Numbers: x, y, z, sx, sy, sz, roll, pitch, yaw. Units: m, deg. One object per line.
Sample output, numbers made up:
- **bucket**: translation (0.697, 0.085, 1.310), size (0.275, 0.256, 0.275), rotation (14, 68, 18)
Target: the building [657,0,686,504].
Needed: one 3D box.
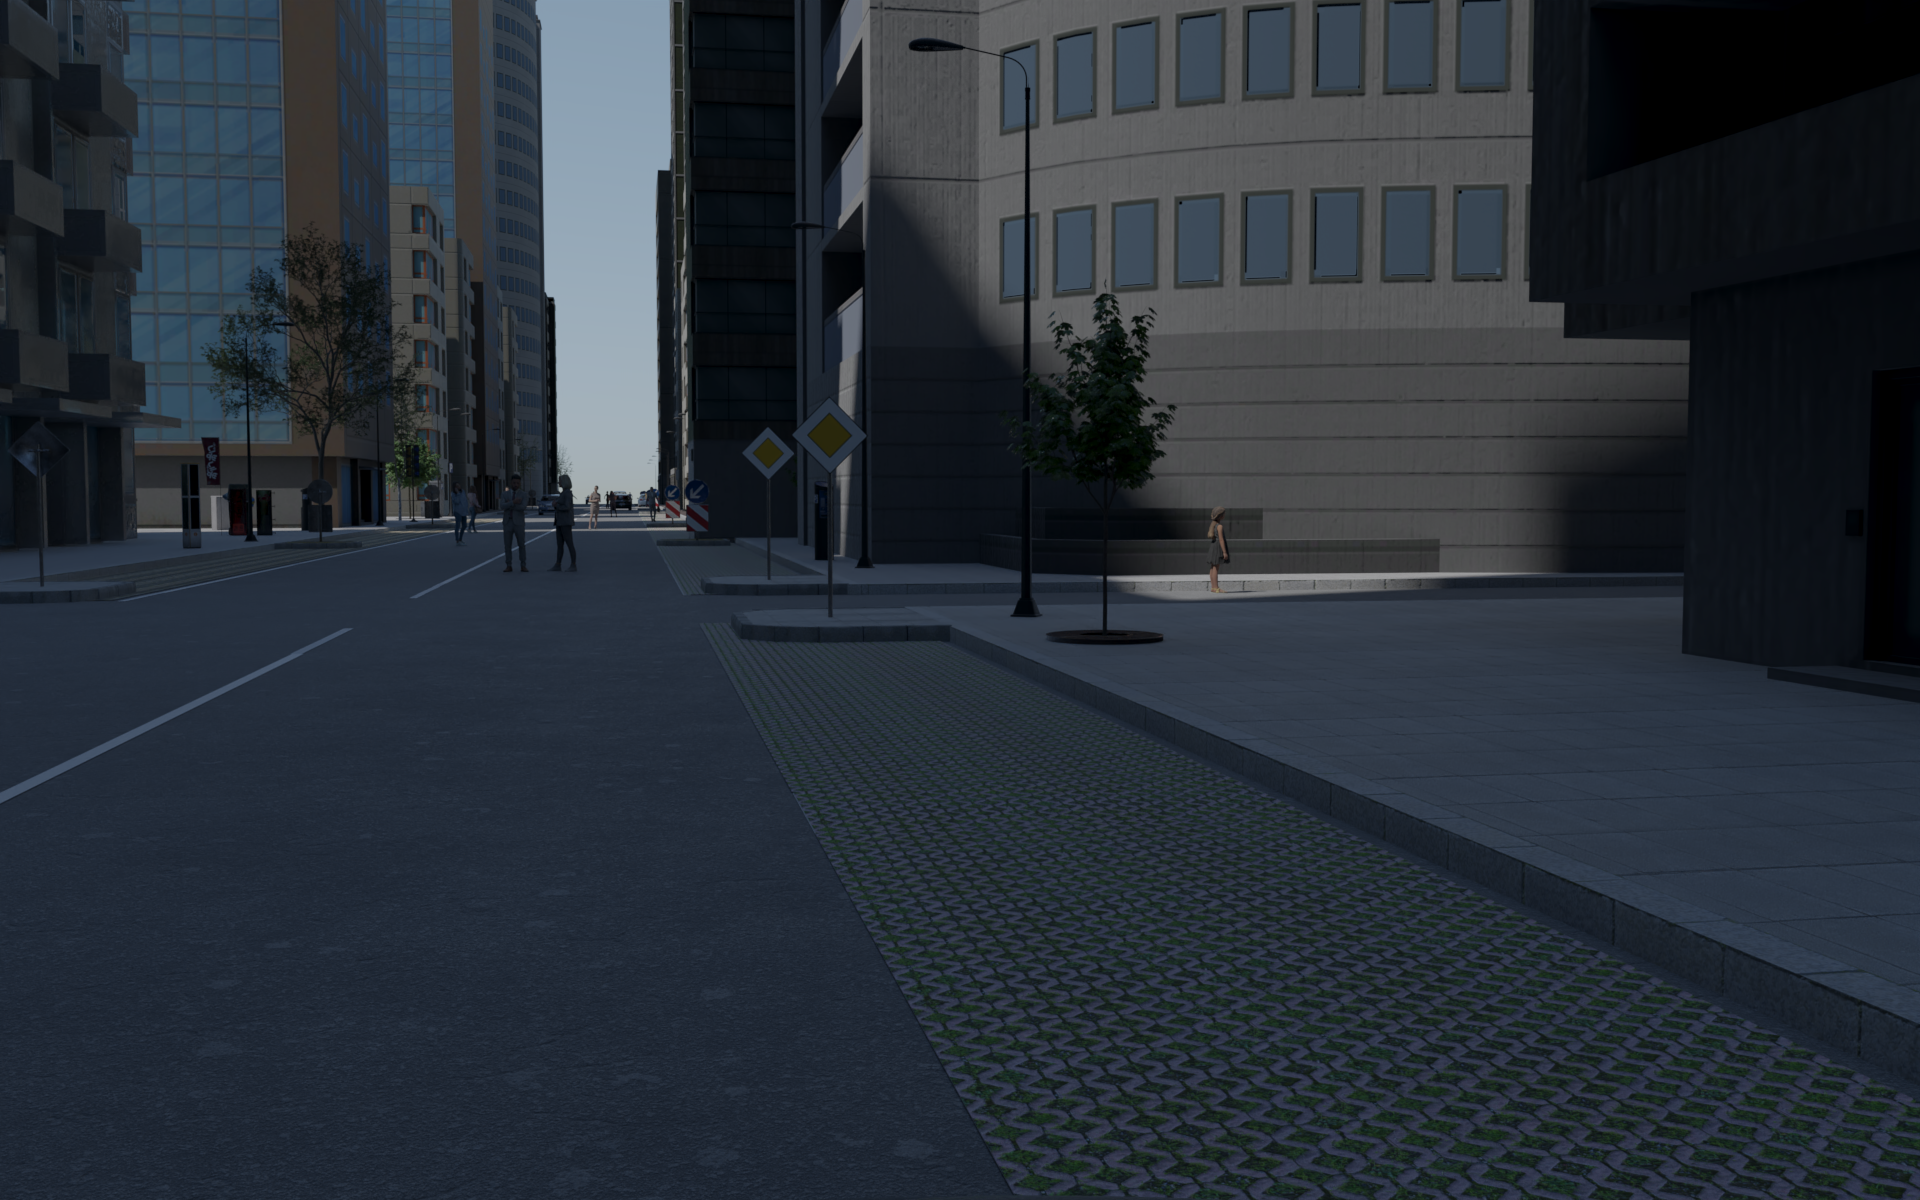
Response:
- **building**: translation (-29.181, -48.151, 225.514), size (20.563, 71.187, 20.611), rotation (-1, 4, -11)

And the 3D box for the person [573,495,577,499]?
- **person**: translation (-33.543, -8.548, 149.084), size (1.217, 1.723, 0.721), rotation (-2, 4, -24)

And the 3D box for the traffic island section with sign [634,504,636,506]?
- **traffic island section with sign**: translation (-27.060, -8.683, 150.588), size (1.989, 1.847, 2.006), rotation (-1, 4, -11)

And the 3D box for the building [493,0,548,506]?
- **building**: translation (-57.122, -39.656, 190.374), size (21.231, 58.520, 28.212), rotation (-1, 4, -11)

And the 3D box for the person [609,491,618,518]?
- **person**: translation (-21.152, -5.850, 105.614), size (0.415, 1.643, 0.593), rotation (3, 4, 38)

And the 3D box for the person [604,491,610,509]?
- **person**: translation (-34.426, -9.802, 169.482), size (1.217, 1.735, 0.721), rotation (3, 4, 37)

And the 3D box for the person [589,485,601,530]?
- **person**: translation (-14.694, -3.724, 69.729), size (0.599, 1.781, 0.374), rotation (-2, 4, -34)

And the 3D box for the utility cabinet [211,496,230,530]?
- **utility cabinet**: translation (-26.163, -3.093, 61.735), size (0.306, 1.237, 1.020), rotation (2, 4, 27)

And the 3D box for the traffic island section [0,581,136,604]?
- **traffic island section**: translation (-12.746, -0.106, 24.011), size (2.009, 0.180, 2.903), rotation (-1, 4, -11)

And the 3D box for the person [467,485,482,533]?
- **person**: translation (-17.807, -3.313, 63.255), size (0.593, 1.750, 0.643), rotation (3, 5, 43)

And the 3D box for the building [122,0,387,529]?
- **building**: translation (-31.128, -25.634, 69.226), size (14.600, 45.320, 14.200), rotation (-1, 4, -11)

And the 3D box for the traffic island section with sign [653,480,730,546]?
- **traffic island section with sign**: translation (-7.464, -2.425, 48.281), size (1.989, 1.847, 2.006), rotation (-1, 4, -11)

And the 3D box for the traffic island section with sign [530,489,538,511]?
- **traffic island section with sign**: translation (-36.667, -8.571, 148.764), size (1.989, 1.847, 2.006), rotation (-1, 4, -11)

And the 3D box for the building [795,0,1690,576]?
- **building**: translation (11.289, -30.271, 36.937), size (28.212, 58.520, 21.231), rotation (-1, 4, -11)

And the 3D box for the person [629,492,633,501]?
- **person**: translation (-45.577, -14.067, 239.433), size (0.756, 1.711, 0.436), rotation (1, 4, 17)

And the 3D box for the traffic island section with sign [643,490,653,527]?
- **traffic island section with sign**: translation (-12.531, -4.045, 74.758), size (1.989, 1.847, 2.006), rotation (-1, 4, -11)

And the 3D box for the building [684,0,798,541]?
- **building**: translation (-2.147, -17.490, 57.666), size (14.160, 30.474, 14.107), rotation (-1, 4, -11)

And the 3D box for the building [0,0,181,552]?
- **building**: translation (-30.776, -25.359, 34.236), size (23.786, 49.044, 30.456), rotation (-1, 4, -11)

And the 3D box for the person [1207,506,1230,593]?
- **person**: translation (3.749, -0.727, 25.059), size (0.373, 1.253, 0.362), rotation (0, 4, -7)

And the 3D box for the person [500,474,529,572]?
- **person**: translation (-8.191, -1.416, 31.834), size (0.511, 1.800, 0.466), rotation (-1, 4, -22)

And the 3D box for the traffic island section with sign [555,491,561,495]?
- **traffic island section with sign**: translation (-47.130, -11.910, 203.352), size (1.989, 1.847, 2.006), rotation (-1, 4, -11)

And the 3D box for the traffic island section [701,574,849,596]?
- **traffic island section**: translation (-2.834, -0.221, 25.899), size (2.009, 0.180, 2.903), rotation (-1, 4, -11)

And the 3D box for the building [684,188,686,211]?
- **building**: translation (0.407, -14.885, 88.409), size (27.650, 21.520, 28.899), rotation (-1, 4, -11)

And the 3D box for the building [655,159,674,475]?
- **building**: translation (-32.336, -38.151, 247.477), size (21.300, 48.544, 21.600), rotation (-1, 4, -11)

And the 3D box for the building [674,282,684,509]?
- **building**: translation (-9.092, -18.203, 142.666), size (27.650, 21.520, 28.899), rotation (-1, 4, -11)

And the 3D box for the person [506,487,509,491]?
- **person**: translation (-24.785, -5.301, 95.188), size (0.660, 1.820, 0.620), rotation (-1, 4, -13)

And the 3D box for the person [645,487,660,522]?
- **person**: translation (-15.757, -4.905, 88.817), size (0.709, 1.813, 0.853), rotation (-1, 4, -20)

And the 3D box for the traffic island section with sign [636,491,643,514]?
- **traffic island section with sign**: translation (-21.995, -7.062, 124.097), size (1.989, 1.847, 2.006), rotation (-1, 4, -11)

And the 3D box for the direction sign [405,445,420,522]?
- **direction sign**: translation (-25.143, -5.358, 79.596), size (0.379, 3.537, 0.876), rotation (2, 4, 23)

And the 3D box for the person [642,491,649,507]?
- **person**: translation (-33.370, -10.790, 185.016), size (1.348, 1.812, 0.705), rotation (1, 4, 20)

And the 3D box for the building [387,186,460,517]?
- **building**: translation (-46.155, -16.162, 109.295), size (27.650, 21.520, 28.899), rotation (-1, 4, -11)

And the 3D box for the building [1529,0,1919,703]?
- **building**: translation (11.583, -14.643, 11.113), size (14.160, 30.474, 14.107), rotation (-1, 4, -11)

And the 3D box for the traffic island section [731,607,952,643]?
- **traffic island section**: translation (-1.331, 0.258, 18.056), size (2.009, 0.180, 2.903), rotation (-1, 4, -11)

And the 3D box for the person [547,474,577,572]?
- **person**: translation (-7.359, -1.428, 32.030), size (0.526, 1.800, 0.537), rotation (-1, 4, -21)

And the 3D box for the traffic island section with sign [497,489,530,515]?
- **traffic island section with sign**: translation (-31.547, -6.938, 122.070), size (1.989, 1.847, 2.006), rotation (-1, 4, -11)

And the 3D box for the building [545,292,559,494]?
- **building**: translation (-64.000, -28.821, 242.923), size (14.160, 30.474, 14.107), rotation (-1, 4, -11)

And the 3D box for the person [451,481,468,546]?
- **person**: translation (-13.879, -2.401, 48.017), size (0.793, 1.790, 0.793), rotation (-1, 4, -10)

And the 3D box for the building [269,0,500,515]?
- **building**: translation (-42.907, -29.454, 131.680), size (14.600, 45.320, 14.200), rotation (-1, 4, -11)

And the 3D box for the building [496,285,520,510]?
- **building**: translation (-53.929, -18.787, 152.201), size (27.650, 21.520, 28.899), rotation (-1, 4, -11)
